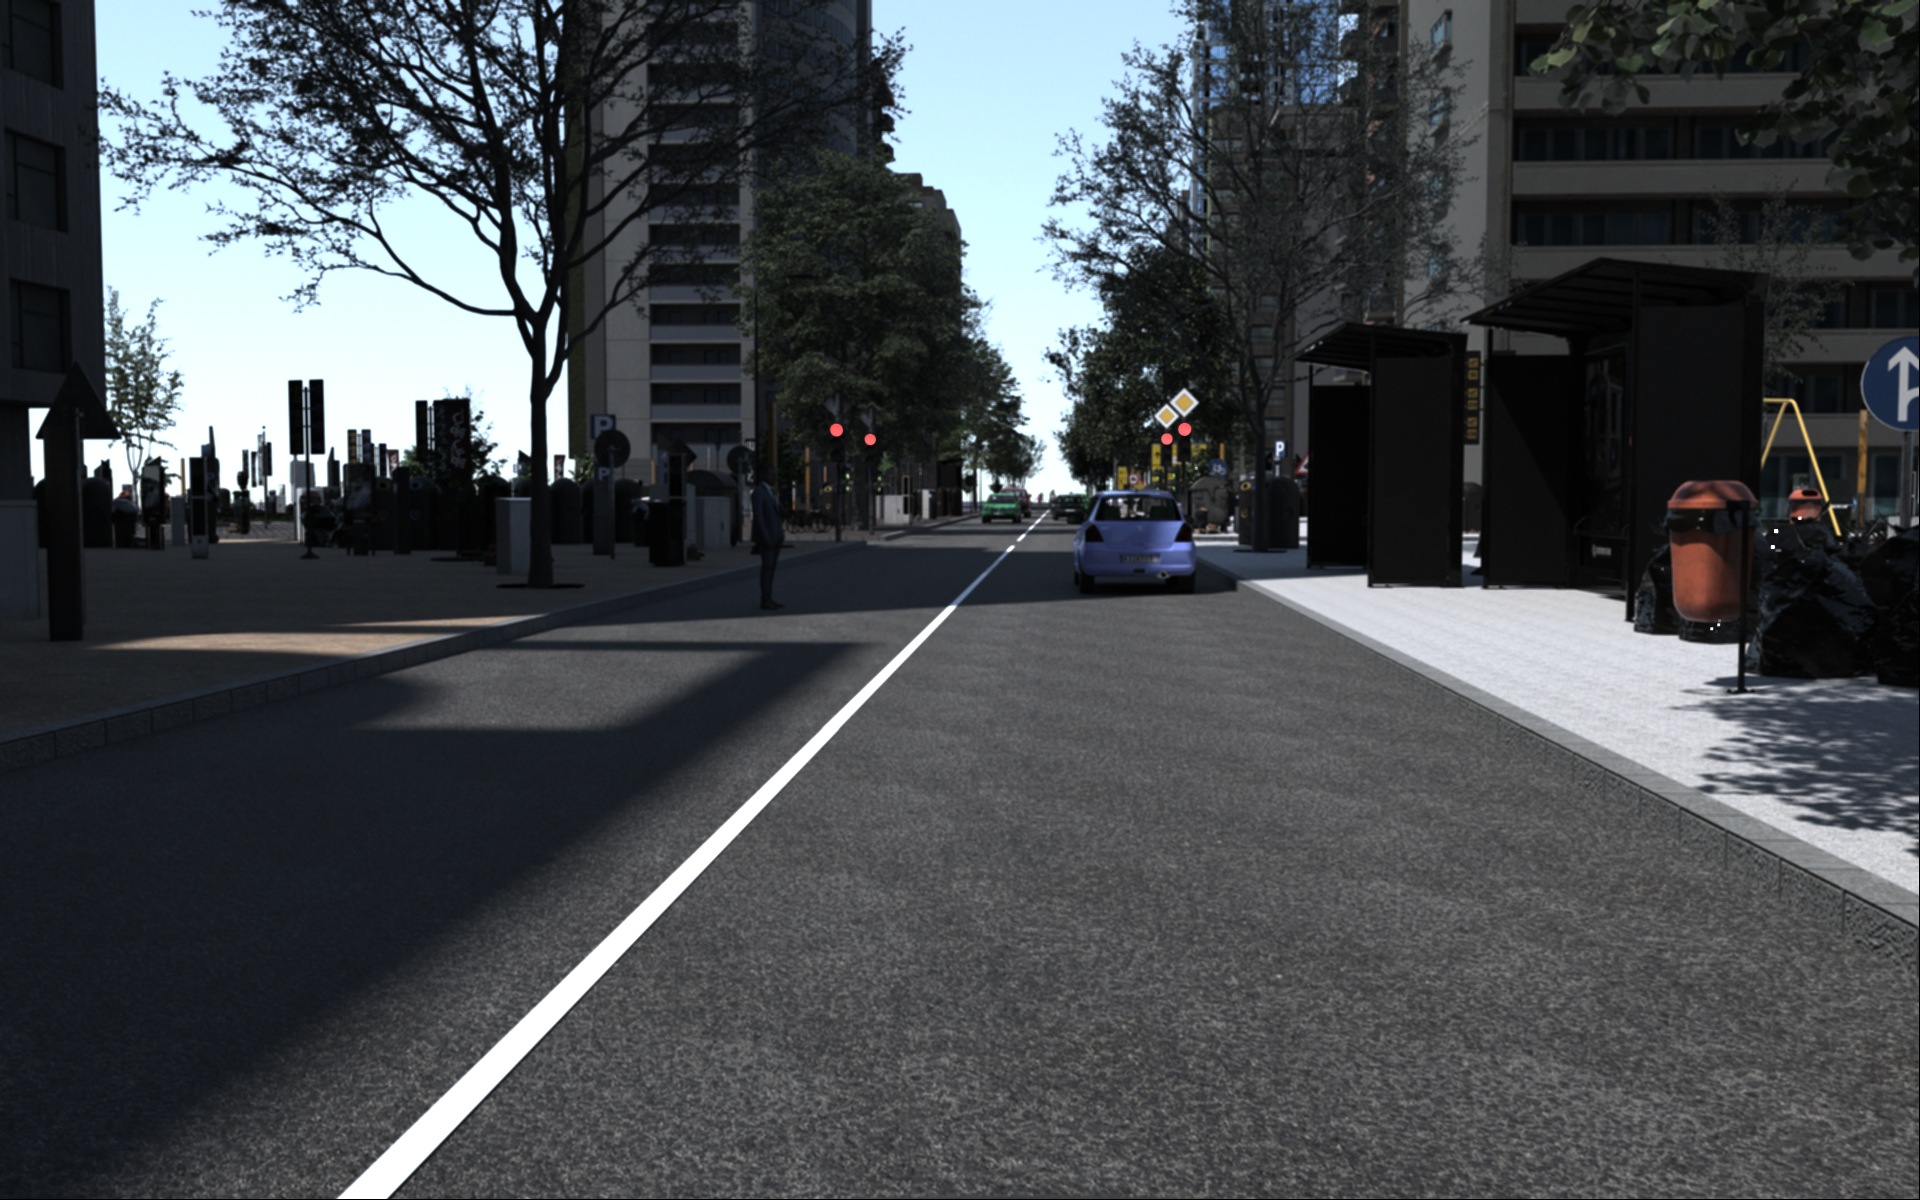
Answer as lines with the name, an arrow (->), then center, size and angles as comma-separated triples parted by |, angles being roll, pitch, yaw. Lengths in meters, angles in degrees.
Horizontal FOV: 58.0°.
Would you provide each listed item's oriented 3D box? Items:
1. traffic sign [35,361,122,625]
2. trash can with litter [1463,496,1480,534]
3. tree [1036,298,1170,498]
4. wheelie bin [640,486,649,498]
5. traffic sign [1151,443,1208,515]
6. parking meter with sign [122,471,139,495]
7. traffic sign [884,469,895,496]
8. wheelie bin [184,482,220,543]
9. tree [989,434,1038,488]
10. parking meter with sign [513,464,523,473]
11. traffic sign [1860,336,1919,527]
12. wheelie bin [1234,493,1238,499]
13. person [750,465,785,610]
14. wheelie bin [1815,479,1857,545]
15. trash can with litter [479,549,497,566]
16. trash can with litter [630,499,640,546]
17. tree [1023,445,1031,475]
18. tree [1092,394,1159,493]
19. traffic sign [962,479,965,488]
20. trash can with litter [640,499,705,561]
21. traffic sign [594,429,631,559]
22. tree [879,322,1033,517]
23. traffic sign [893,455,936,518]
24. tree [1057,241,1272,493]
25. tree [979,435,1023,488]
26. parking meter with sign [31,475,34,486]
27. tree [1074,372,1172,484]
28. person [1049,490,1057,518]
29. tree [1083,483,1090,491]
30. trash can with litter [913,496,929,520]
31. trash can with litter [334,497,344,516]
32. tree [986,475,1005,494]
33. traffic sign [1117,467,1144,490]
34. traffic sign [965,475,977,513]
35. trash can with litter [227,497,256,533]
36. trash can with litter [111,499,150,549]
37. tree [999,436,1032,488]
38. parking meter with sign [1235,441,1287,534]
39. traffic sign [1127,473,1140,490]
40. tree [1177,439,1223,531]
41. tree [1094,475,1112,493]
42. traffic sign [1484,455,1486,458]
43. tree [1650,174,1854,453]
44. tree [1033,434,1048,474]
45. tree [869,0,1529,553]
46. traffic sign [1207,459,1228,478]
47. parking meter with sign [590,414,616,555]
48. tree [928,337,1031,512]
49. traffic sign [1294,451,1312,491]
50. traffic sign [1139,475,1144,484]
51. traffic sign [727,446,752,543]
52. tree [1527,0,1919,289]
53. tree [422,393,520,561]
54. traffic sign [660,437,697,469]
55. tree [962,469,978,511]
traffic sign -> -8.601, -1.034, 16.904 | 0.884, 2.594, 0.081 | 0, 4, 5
trash can with litter -> 16.405, -2.746, 55.954 | 1.678, 1.210, 2.233 | -2, 4, -30
tree -> 12.984, -18.200, 153.456 | 12.611, 20.169, 13.585 | 0, 3, 0
wheelie bin -> -12.557, -3.734, 68.959 | 0.980, 1.594, 0.693 | -1, 4, -16
traffic sign -> 8.829, -4.646, 69.838 | 2.265, 3.308, 0.079 | 1, 4, 8
parking meter with sign -> -63.997, -8.371, 133.134 | 1.738, 3.016, 0.543 | 1, 4, 15
traffic sign -> -3.470, -5.318, 87.059 | 0.768, 2.556, 0.104 | 0, 4, 8
wheelie bin -> -19.707, -2.269, 45.008 | 0.980, 1.594, 0.693 | 2, 4, 32
tree -> 7.239, -18.531, 237.399 | 7.601, 10.594, 8.767 | 0, 4, 2
parking meter with sign -> -25.369, -6.370, 100.408 | 0.543, 3.016, 1.738 | 0, 4, 2
traffic sign -> 7.672, -0.852, 14.040 | 0.768, 2.556, 0.104 | 1, 4, 10
wheelie bin -> 15.457, -5.354, 95.438 | 0.693, 1.594, 0.980 | 1, 4, 9
person -> -2.420, -0.801, 21.785 | 0.419, 1.800, 0.721 | 1, 4, 9
wheelie bin -> 18.363, -1.754, 36.586 | 0.980, 1.594, 0.693 | 0, 4, 6
trash can with litter -> -8.079, -1.196, 30.948 | 1.055, 1.170, 0.624 | 0, 4, 7
trash can with litter -> -7.508, -1.882, 42.153 | 1.055, 1.170, 0.624 | 2, 4, 31
tree -> 6.151, -15.550, 204.604 | 4.737, 8.622, 4.395 | 0, 3, 0
tree -> 11.734, -9.996, 113.789 | 4.360, 8.622, 3.978 | 0, 3, 0
traffic sign -> 0.066, -7.244, 120.560 | 0.606, 2.300, 0.079 | 0, 4, 4
trash can with litter -> -5.498, -1.347, 33.411 | 1.055, 1.170, 0.624 | -3, 5, -41
traffic sign -> -6.831, -2.072, 33.987 | 0.768, 2.556, 0.104 | 1, 4, 13
tree -> -1.611, -10.606, 99.166 | 9.928, 11.665, 9.643 | 0, 3, 0
traffic sign -> -2.384, -5.948, 91.129 | 2.265, 3.308, 0.079 | 0, 4, 5
tree -> 9.040, -9.766, 76.682 | 9.611, 12.733, 9.660 | 0, 3, 0
tree -> 3.979, -14.706, 190.797 | 4.737, 8.622, 4.395 | 0, 3, 0
parking meter with sign -> -37.529, -4.481, 69.522 | 1.738, 3.016, 0.543 | -2, 4, -26
tree -> 11.827, -11.457, 121.729 | 8.767, 10.594, 7.601 | -1, 4, -16
person -> 5.600, -5.789, 104.158 | 0.512, 1.701, 0.522 | 1, 4, 18
tree -> 21.869, -20.458, 284.854 | 4.360, 8.622, 3.978 | 0, 3, 0
trash can with litter -> -2.327, -4.532, 85.153 | 1.678, 1.210, 2.233 | -1, 4, -17
trash can with litter -> -23.747, -3.364, 66.393 | 0.624, 1.170, 1.055 | 0, 4, 6
tree -> 3.717, -10.865, 172.239 | 1.663, 3.219, 1.824 | 0, 3, 0
traffic sign -> 12.789, -8.212, 128.138 | 2.265, 3.308, 0.079 | 0, 4, 6
traffic sign -> 0.720, -7.052, 115.405 | 0.768, 2.556, 0.104 | 0, 4, 6
trash can with litter -> -24.115, -2.855, 58.069 | 0.624, 1.170, 1.055 | 0, 4, 1
trash can with litter -> -19.620, -1.817, 41.095 | 1.055, 1.170, 0.624 | 2, 4, 31
tree -> 6.041, -16.528, 220.589 | 4.360, 8.622, 3.978 | 0, 3, 0
parking meter with sign -> 9.750, -3.667, 56.224 | 1.738, 3.016, 0.543 | -2, 4, -28
traffic sign -> 10.337, -6.312, 103.301 | 0.768, 2.556, 0.104 | 1, 4, 9
tree -> 8.490, -4.073, 61.203 | 1.663, 3.219, 1.824 | 0, 3, 0
tree -> 13.857, -10.759, 170.516 | 1.663, 3.219, 1.824 | 0, 3, 0
traffic sign -> 8.230, -1.573, 25.719 | 0.884, 2.594, 0.081 | 1, 4, 13
tree -> 17.904, -5.447, 39.415 | 4.360, 8.622, 3.978 | 0, 3, 0
tree -> 10.491, -22.172, 288.259 | 9.928, 11.665, 9.643 | 0, 3, 0
tree -> 6.523, -7.781, 37.597 | 12.009, 13.543, 11.850 | 0, 3, 0
traffic sign -> 9.256, -3.811, 62.418 | 0.768, 2.556, 0.104 | 1, 4, 12
parking meter with sign -> -7.658, -2.501, 37.150 | 0.543, 3.016, 1.738 | -1, 4, -10
tree -> 1.489, -12.698, 125.731 | 7.486, 12.596, 7.792 | 0, 3, 0
traffic sign -> 9.382, -2.837, 46.382 | 0.884, 2.594, 0.081 | 0, 4, 5
traffic sign -> 10.435, -5.930, 97.055 | 0.768, 2.556, 0.104 | 0, 4, 5
traffic sign -> -5.761, -2.774, 45.465 | 0.768, 2.556, 0.104 | 1, 4, 9
tree -> 4.927, -6.062, 5.764 | 9.857, 13.997, 8.962 | 0, 3, 0
tree -> -9.681, -2.362, 33.225 | 1.663, 3.219, 1.824 | 0, 3, 0
traffic sign -> -5.723, -2.081, 35.216 | 0.795, 2.450, 0.064 | 1, 4, 9
tree -> 0.690, -8.538, 134.196 | 1.663, 3.219, 1.824 | 0, 3, 0
